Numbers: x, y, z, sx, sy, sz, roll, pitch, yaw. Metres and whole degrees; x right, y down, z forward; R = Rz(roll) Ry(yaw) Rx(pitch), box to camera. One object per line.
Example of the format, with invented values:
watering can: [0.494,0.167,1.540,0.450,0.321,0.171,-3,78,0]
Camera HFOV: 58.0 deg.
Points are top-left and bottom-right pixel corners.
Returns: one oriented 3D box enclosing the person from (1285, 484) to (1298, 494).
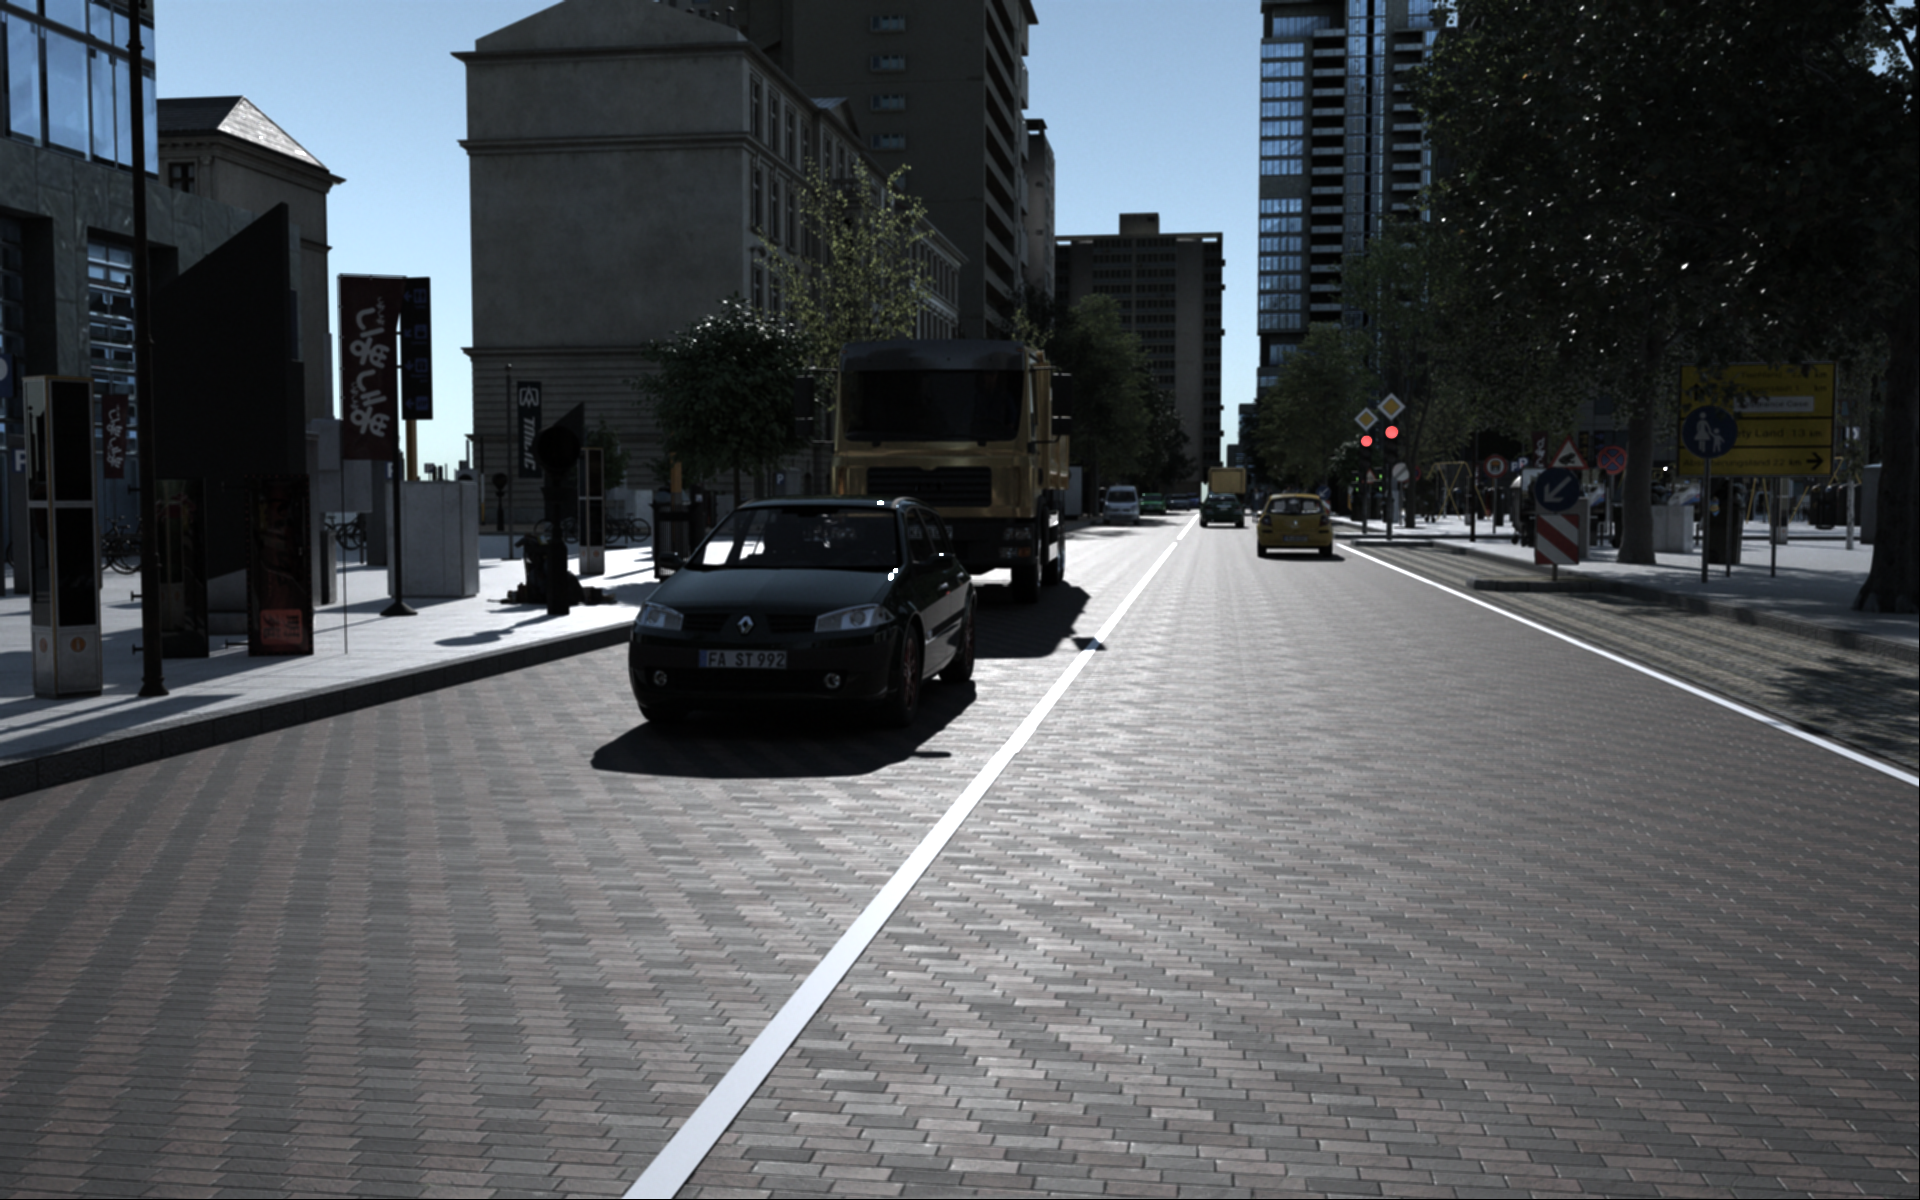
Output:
person: [12.711,-3.520,66.149,0.694,1.812,0.767,1,4,16]

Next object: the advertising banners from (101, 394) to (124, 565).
advertising banners: [-15.565,-2.101,30.547,2.074,3.025,0.090,1,4,9]

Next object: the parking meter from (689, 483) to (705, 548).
parking meter: [-6.306,-2.030,41.605,0.372,1.533,0.369,0,3,0]

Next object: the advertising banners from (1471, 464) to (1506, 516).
advertising banners: [30.298,-6.307,99.309,2.074,3.025,0.090,0,4,-3]

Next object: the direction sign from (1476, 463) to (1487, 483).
direction sign: [37.620,-8.139,125.068,0.876,3.537,0.379,1,4,17]

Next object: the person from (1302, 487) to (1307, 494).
person: [19.731,-5.557,99.129,0.755,1.850,0.659,1,4,19]

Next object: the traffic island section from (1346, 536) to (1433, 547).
traffic island section: [11.936,-1.578,48.083,2.009,0.180,2.903,1,4,8]

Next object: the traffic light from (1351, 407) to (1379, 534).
traffic light: [13.060,-4.095,55.875,0.839,4.253,0.868,1,4,8]

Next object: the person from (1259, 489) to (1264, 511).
person: [26.040,-8.669,150.110,0.599,1.838,0.709,2,4,32]

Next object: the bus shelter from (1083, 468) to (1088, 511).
bus shelter: [9.132,-8.276,126.597,1.731,3.624,6.357,1,4,8]

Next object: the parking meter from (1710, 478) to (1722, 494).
parking meter: [19.492,-2.384,44.682,0.255,1.863,0.399,3,5,44]

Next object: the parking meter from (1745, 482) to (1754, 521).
parking meter: [38.008,-4.750,83.372,0.255,1.863,0.399,0,4,1]

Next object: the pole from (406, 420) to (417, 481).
pole: [-11.353,-2.571,35.886,0.158,3.312,0.155,0,3,0]

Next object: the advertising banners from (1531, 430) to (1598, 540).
advertising banners: [16.468,-3.122,47.240,0.090,3.025,2.074,-3,4,-38]

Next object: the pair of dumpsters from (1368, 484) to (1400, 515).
pair of dumpsters: [24.789,-6.031,101.102,1.574,2.255,4.437,1,4,8]

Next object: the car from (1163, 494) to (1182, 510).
car: [19.174,-8.877,156.937,2.131,1.459,4.920,1,4,9]

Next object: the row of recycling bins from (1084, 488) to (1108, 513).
row of recycling bins: [8.311,-6.684,116.404,3.534,1.692,1.069,-1,4,-11]

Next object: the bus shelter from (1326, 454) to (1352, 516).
bus shelter: [22.889,-6.855,103.358,1.731,3.624,6.357,1,4,8]

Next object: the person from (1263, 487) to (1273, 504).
person: [20.343,-6.510,114.304,0.648,1.900,0.474,-2,4,-35]

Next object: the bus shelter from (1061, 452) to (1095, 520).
bus shelter: [5.553,-5.669,86.613,2.014,3.302,5.546,1,4,8]

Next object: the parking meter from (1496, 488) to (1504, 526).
parking meter: [21.603,-3.731,69.420,0.372,1.533,0.369,0,3,0]

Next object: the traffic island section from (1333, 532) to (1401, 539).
traffic island section: [13.098,-2.061,55.983,2.009,0.180,2.903,1,4,8]

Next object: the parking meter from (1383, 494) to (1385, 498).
parking meter: [23.654,-5.516,95.900,0.399,1.863,0.255,-1,4,-22]

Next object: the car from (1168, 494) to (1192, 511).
car: [18.802,-8.335,148.274,2.014,1.417,4.499,0,4,7]

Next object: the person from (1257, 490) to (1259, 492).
person: [26.168,-8.794,152.288,0.705,1.822,1.348,1,4,19]

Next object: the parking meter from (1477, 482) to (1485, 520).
parking meter: [26.246,-4.987,87.250,0.255,1.863,0.399,3,4,37]

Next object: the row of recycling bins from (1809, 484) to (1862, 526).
row of recycling bins: [35.879,-3.879,70.530,1.069,1.692,3.534,0,4,-5]

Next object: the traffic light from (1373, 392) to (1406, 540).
traffic light: [11.897,-3.612,47.975,0.839,4.253,0.868,1,4,8]

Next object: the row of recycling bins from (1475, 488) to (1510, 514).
row of recycling bins: [34.598,-6.410,111.917,1.069,1.692,3.534,0,4,-4]

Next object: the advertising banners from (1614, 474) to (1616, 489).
advertising banners: [39.331,-6.504,102.523,0.090,3.025,2.074,-3,5,-45]

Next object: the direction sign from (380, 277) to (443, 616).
direction sign: [-5.955,-1.607,18.275,0.876,3.537,0.379,1,4,15]

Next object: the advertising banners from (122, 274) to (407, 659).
advertising banners: [-5.419,-1.068,13.655,2.074,3.025,0.090,-1,4,-18]

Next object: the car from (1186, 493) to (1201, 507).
car: [25.269,-10.967,188.897,1.945,1.707,3.694,0,4,7]

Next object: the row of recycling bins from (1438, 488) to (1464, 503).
row of recycling bins: [35.491,-7.022,121.917,3.534,1.692,1.069,1,4,12]

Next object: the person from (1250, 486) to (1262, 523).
person: [14.895,-4.811,87.191,0.581,1.822,0.654,1,4,11]

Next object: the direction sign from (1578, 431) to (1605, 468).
direction sign: [22.644,-4.293,62.191,0.876,3.537,0.379,2,4,29]

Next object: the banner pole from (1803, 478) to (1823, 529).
banner pole: [31.769,-4.545,64.334,0.863,3.779,0.401,1,4,14]

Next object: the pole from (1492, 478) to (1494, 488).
pole: [35.616,-7.446,115.586,0.158,3.312,0.155,0,3,0]

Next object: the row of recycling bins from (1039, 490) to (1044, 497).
row of recycling bins: [4.163,-5.149,91.307,1.069,1.692,3.534,1,4,22]

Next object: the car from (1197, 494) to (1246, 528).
car: [11.437,-3.908,75.693,2.131,1.459,4.920,0,4,6]

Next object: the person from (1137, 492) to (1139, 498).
person: [21.934,-12.462,212.966,1.217,1.736,0.721,-1,4,-18]

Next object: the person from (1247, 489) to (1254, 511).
person: [25.007,-8.582,148.439,0.705,1.869,1.348,3,4,38]

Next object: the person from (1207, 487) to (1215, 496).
person: [14.821,-5.749,102.355,0.638,1.841,0.748,-1,4,-18]

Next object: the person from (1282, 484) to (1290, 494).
person: [13.588,-3.940,72.768,0.795,1.843,0.661,1,4,21]

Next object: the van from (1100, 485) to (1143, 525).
van: [7.566,-4.526,81.017,2.013,2.044,4.112,0,4,7]

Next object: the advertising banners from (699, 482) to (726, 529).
advertising banners: [-9.952,-4.464,69.181,0.090,3.025,2.074,-3,5,-39]

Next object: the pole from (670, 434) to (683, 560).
pole: [-5.292,-2.351,32.282,0.158,3.312,0.155,0,3,0]

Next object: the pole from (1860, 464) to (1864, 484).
pole: [56.551,-7.023,108.674,0.158,3.312,0.155,0,3,0]
